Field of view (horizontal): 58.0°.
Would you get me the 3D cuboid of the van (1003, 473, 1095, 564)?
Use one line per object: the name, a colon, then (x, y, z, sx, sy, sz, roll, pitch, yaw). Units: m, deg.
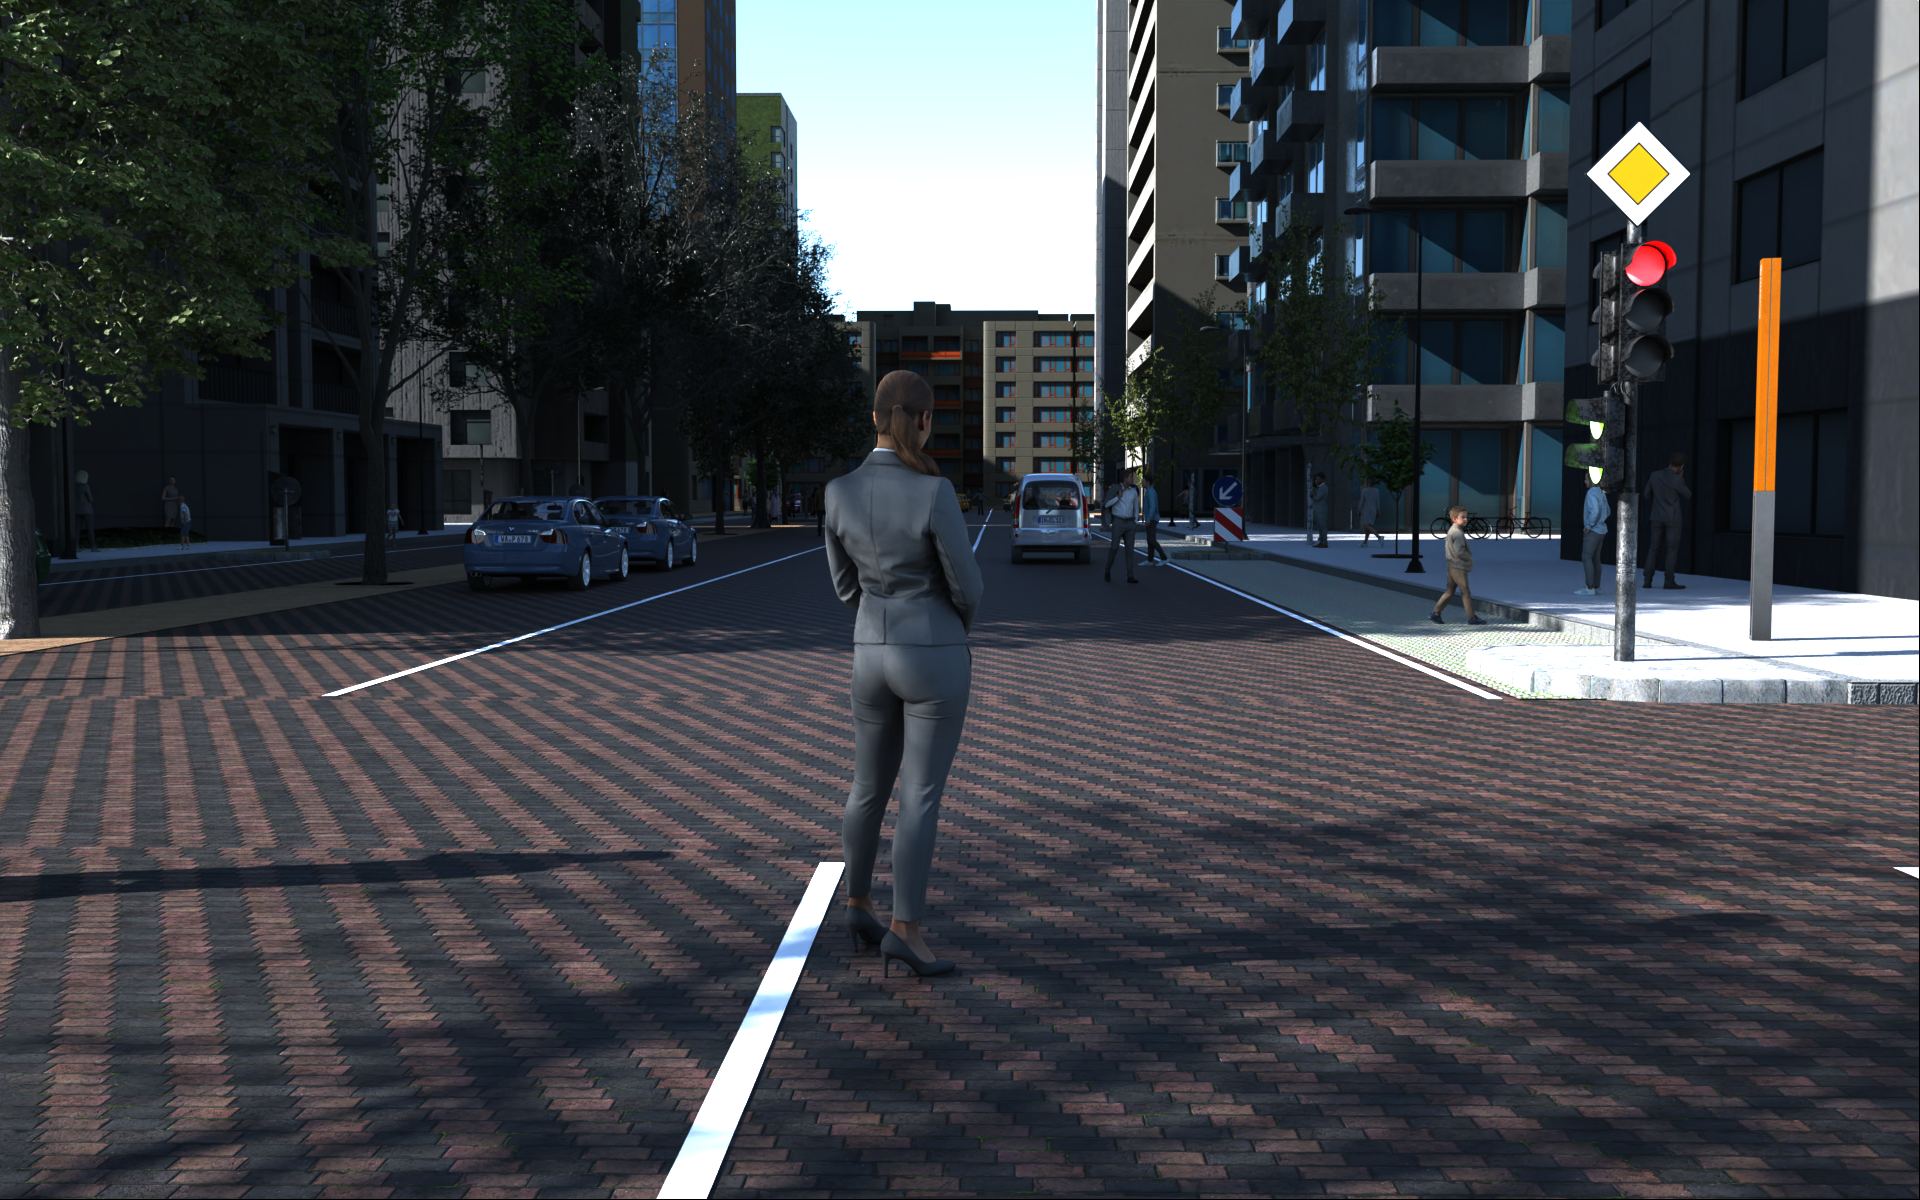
van: (1.912, -1.834, 36.999, 2.013, 2.044, 4.112, 0, 4, 2)

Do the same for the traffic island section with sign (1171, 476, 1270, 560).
traffic island section with sign: (5.691, -1.805, 38.143, 1.989, 1.847, 2.006, 0, 4, 1)

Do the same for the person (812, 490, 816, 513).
person: (-10.797, -7.260, 127.912, 1.217, 1.735, 0.721, -1, 4, -16)

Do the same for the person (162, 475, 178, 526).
person: (-21.103, -2.445, 46.359, 0.374, 1.781, 0.599, 1, 4, 21)

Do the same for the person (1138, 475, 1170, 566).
person: (3.875, -1.594, 34.583, 0.620, 1.820, 0.660, 0, 4, 2)

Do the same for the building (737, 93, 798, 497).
building: (-24.453, -30.375, 180.223, 14.086, 41.232, 14.154, 0, 4, 1)

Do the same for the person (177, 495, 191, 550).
person: (-17.938, -1.792, 40.018, 0.352, 1.250, 0.332, 1, 4, 17)

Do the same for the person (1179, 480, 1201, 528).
person: (8.713, -3.620, 65.357, 0.853, 1.813, 0.709, 1, 4, 23)

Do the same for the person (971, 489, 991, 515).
person: (1.425, -6.696, 118.070, 1.350, 1.814, 0.705, -1, 4, -9)

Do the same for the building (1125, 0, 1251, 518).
building: (21.399, -29.314, 102.991, 21.300, 48.544, 21.600, 0, 4, 1)

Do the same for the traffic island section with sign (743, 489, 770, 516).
traffic island section with sign: (-13.396, -6.546, 115.651, 1.989, 1.847, 2.006, 0, 4, 1)

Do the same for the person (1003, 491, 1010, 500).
person: (4.322, -9.133, 158.339, 0.721, 1.766, 1.217, -2, 4, -32)

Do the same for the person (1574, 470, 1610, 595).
person: (8.087, -0.872, 22.115, 0.589, 1.601, 0.330, -3, 5, -43)

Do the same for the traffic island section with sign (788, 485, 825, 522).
traffic island section with sign: (-7.916, -4.911, 88.431, 2.006, 1.907, 1.989, 0, 4, 1)

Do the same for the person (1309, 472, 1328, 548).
person: (8.575, -2.156, 41.476, 0.466, 1.800, 0.511, -1, 4, -14)

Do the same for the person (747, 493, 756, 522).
person: (-10.520, -4.708, 88.068, 0.503, 1.515, 0.523, 2, 4, 29)

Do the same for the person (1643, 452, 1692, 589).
person: (9.590, -1.079, 23.490, 0.447, 1.846, 0.655, -3, 4, -38)

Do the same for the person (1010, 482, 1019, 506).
person: (1.657, -2.398, 48.249, 0.362, 1.759, 0.519, -2, 4, -35)

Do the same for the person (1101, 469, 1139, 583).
person: (2.598, -1.193, 28.109, 0.679, 1.850, 0.850, -2, 4, -25)

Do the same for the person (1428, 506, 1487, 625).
person: (5.424, -0.375, 18.908, 0.640, 1.303, 0.475, -1, 4, -9)

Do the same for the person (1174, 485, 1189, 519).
person: (11.747, -5.118, 90.430, 1.217, 1.736, 0.721, -1, 4, -19)

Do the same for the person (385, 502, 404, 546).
person: (-15.599, -2.092, 47.720, 0.505, 1.210, 0.382, -2, 4, -32)

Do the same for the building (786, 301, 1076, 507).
building: (-2.813, -20.923, 187.135, 28.899, 21.520, 27.650, 0, 4, 1)

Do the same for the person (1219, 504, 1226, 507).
person: (9.622, -3.458, 62.757, 0.728, 1.800, 0.709, 0, 4, 0)

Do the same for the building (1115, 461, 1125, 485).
building: (22.223, -41.902, 123.352, 20.563, 71.187, 20.611, 0, 4, 1)

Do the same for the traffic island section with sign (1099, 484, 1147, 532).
traffic island section with sign: (6.310, -3.486, 65.629, 1.989, 1.847, 2.006, 0, 4, 1)

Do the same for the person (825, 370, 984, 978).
person: (-0.139, 0.216, 5.236, 0.520, 1.790, 0.573, 1, 4, 18)

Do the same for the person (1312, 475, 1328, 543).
person: (9.291, -2.370, 45.047, 0.529, 1.795, 0.600, 3, 5, 39)

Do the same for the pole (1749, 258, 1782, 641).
pole: (7.024, -1.300, 15.106, 0.158, 3.312, 0.155, 0, 3, 0)

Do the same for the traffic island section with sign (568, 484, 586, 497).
traffic island section with sign: (-14.519, -3.468, 65.337, 1.989, 1.847, 2.006, 0, 4, 1)

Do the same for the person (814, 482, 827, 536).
person: (-4.606, -3.084, 58.838, 0.656, 1.842, 0.836, -2, 4, -25)

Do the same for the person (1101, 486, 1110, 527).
person: (5.921, -3.739, 70.177, 0.519, 1.759, 0.362, -3, 5, -40)

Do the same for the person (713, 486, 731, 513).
person: (-15.811, -6.691, 115.435, 1.348, 1.824, 0.705, 1, 4, 19)

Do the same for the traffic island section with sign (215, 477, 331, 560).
traffic island section with sign: (-15.123, -1.820, 38.388, 1.989, 1.847, 2.006, 0, 4, 1)

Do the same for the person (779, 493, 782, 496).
person: (-15.394, -8.818, 150.083, 0.599, 1.838, 0.709, -3, 5, -39)

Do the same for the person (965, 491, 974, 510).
person: (0.800, -9.105, 157.921, 0.990, 1.755, 0.434, 1, 4, 20)

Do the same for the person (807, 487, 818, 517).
person: (-8.863, -6.017, 106.511, 1.348, 1.869, 0.705, 0, 4, 5)

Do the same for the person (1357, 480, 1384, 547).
person: (9.864, -2.123, 41.499, 0.760, 1.731, 0.466, 3, 5, 42)

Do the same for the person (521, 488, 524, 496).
person: (-17.178, -3.814, 68.497, 0.778, 1.811, 0.616, 3, 5, 43)

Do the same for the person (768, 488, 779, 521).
person: (-9.760, -5.010, 91.074, 0.621, 1.740, 0.551, 2, 4, 35)

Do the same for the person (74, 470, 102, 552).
person: (-19.384, -1.961, 38.295, 0.537, 1.800, 0.526, 1, 4, 21)

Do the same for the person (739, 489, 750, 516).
person: (-13.925, -6.266, 111.741, 0.721, 1.735, 1.217, -3, 5, -43)

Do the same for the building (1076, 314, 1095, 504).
building: (26.314, -20.884, 186.497, 28.899, 21.520, 27.650, 0, 4, 1)

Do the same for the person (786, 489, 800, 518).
person: (-9.948, -5.736, 103.009, 1.217, 1.735, 0.721, -2, 4, -31)

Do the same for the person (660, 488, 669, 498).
person: (-16.952, -5.620, 99.393, 0.415, 1.643, 0.593, 2, 4, 32)
